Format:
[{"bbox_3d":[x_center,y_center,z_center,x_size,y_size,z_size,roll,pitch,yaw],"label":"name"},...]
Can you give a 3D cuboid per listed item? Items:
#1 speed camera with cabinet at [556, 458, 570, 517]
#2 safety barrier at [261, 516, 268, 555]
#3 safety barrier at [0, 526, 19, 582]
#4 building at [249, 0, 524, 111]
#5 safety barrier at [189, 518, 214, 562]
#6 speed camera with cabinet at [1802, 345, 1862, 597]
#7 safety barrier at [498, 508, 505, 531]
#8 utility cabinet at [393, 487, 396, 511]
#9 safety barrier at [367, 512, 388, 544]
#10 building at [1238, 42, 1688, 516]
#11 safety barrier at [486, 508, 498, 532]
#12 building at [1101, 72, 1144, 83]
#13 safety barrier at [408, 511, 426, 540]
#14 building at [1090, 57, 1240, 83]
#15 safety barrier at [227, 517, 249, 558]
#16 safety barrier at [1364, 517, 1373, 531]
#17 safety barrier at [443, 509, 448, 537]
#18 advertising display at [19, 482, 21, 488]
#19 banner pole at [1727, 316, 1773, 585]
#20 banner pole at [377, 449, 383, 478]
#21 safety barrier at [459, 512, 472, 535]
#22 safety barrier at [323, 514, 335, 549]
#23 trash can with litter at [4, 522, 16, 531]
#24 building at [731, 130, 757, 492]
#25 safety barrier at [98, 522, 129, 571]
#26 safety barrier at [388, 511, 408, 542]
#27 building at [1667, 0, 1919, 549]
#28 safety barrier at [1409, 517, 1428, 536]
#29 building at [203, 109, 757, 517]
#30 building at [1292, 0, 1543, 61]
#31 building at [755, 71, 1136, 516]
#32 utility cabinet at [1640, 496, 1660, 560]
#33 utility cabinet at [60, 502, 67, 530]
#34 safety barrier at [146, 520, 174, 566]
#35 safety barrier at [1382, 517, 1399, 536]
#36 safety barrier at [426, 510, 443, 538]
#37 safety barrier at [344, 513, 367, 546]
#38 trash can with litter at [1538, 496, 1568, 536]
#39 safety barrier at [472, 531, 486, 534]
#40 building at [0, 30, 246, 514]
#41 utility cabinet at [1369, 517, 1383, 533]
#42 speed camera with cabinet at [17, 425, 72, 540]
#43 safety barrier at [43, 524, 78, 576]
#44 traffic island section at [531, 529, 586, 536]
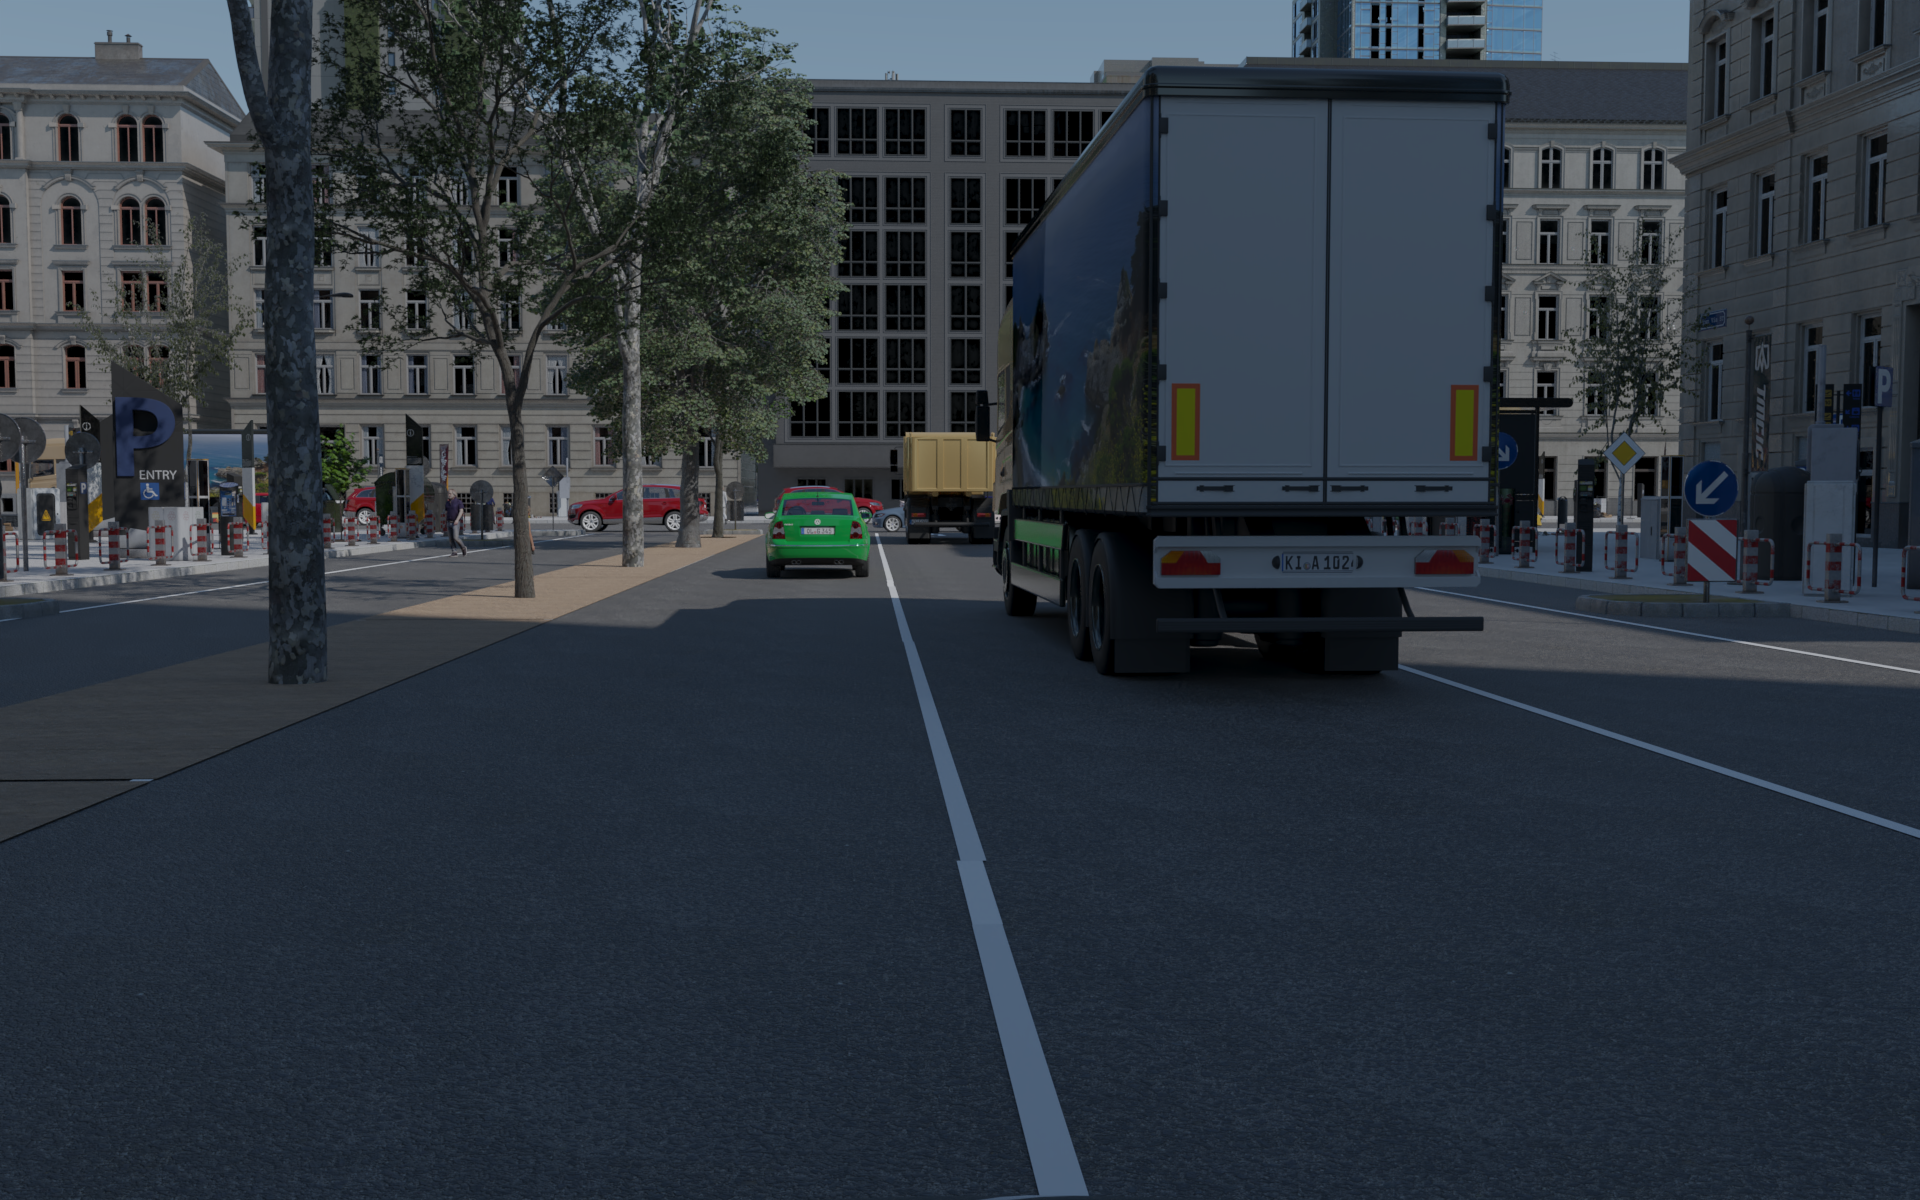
[{"bbox_3d":[-21.906,-6.189,95.530,0.660,3.252,2.038,-1,4,-17],"label":"speed camera with cabinet"},{"bbox_3d":[-14.625,-1.376,36.771,0.300,0.817,1.120,0,4,-3],"label":"safety barrier"},{"bbox_3d":[-13.999,-0.671,25.239,0.300,0.817,1.120,0,4,-3],"label":"safety barrier"},{"bbox_3d":[-63.801,-39.962,195.384,28.212,58.520,21.231,0,4,-3],"label":"building"},{"bbox_3d":[-14.416,-1.141,32.931,0.300,0.817,1.120,0,4,-3],"label":"safety barrier"},{"bbox_3d":[11.287,-1.715,22.383,0.660,3.252,2.038,2,4,28],"label":"speed camera with cabinet"},{"bbox_3d":[-15.888,-2.783,59.782,0.300,0.817,1.120,0,4,-3],"label":"safety barrier"},{"bbox_3d":[-16.749,-2.653,52.062,0.318,1.500,1.173,0,4,-6],"label":"utility cabinet"},{"bbox_3d":[-15.050,-1.845,44.437,0.300,0.817,1.120,0,4,-3],"label":"safety barrier"},{"bbox_3d":[34.679,-20.279,107.980,44.131,29.872,17.030,0,4,-3],"label":"building"},{"bbox_3d":[-15.786,-2.666,57.857,0.300,0.817,1.120,0,4,-3],"label":"safety barrier"},{"bbox_3d":[20.457,-29.869,171.949,14.154,41.232,14.086,0,4,-3],"label":"building"},{"bbox_3d":[-15.262,-2.079,48.265,0.300,0.817,1.120,0,4,-3],"label":"safety barrier"},{"bbox_3d":[23.793,-35.186,194.902,23.786,49.044,30.456,0,4,-3],"label":"building"},{"bbox_3d":[-14.525,-1.259,34.857,0.300,0.817,1.120,0,4,-3],"label":"safety barrier"},{"bbox_3d":[9.259,-1.550,39.614,0.300,0.817,1.120,0,4,-3],"label":"safety barrier"},{"bbox_3d":[-15.468,-2.314,52.107,0.300,0.817,1.120,0,4,-3],"label":"safety barrier"},{"bbox_3d":[-51.397,-5.493,95.017,0.974,1.923,0.123,2,4,30],"label":"advertising display"},{"bbox_3d":[11.089,-2.090,24.188,0.401,3.779,0.863,0,4,-3],"label":"banner pole"},{"bbox_3d":[-31.957,-6.450,95.469,0.401,3.779,0.863,0,4,6],"label":"banner pole"},{"bbox_3d":[-15.575,-2.431,54.020,0.300,0.817,1.120,0,4,-3],"label":"safety barrier"},{"bbox_3d":[-14.838,-1.610,40.602,0.300,0.817,1.120,0,4,-3],"label":"safety barrier"},{"bbox_3d":[-33.039,-2.939,59.434,0.624,1.170,1.055,3,5,44],"label":"trash can with litter"},{"bbox_3d":[-30.096,-44.264,265.707,28.212,58.520,21.231,0,4,-3],"label":"building"},{"bbox_3d":[-14.204,-0.906,29.083,0.300,0.817,1.120,0,4,-3],"label":"safety barrier"},{"bbox_3d":[-15.154,-1.962,46.351,0.300,0.817,1.120,0,4,-3],"label":"safety barrier"},{"bbox_3d":[27.581,-14.790,39.076,12.463,27.353,25.104,0,4,-3],"label":"building"},{"bbox_3d":[9.465,-1.315,35.770,0.300,0.817,1.120,0,4,-3],"label":"safety barrier"},{"bbox_3d":[-27.122,-16.609,104.847,30.059,22.955,16.112,0,4,-3],"label":"building"},{"bbox_3d":[52.862,-54.303,200.533,31.000,86.520,22.319,0,4,-3],"label":"building"},{"bbox_3d":[-0.063,-19.053,105.019,24.014,27.812,14.314,0,4,-3],"label":"building"},{"bbox_3d":[13.801,-1.420,34.378,0.306,1.237,1.020,0,4,4],"label":"utility cabinet"},{"bbox_3d":[-28.021,-2.641,54.337,1.020,1.237,0.306,-2,4,-32],"label":"utility cabinet"},{"bbox_3d":[-14.313,-1.023,31.002,0.300,0.817,1.120,0,4,-3],"label":"safety barrier"},{"bbox_3d":[9.365,-1.432,37.696,0.300,0.817,1.120,0,4,-3],"label":"safety barrier"},{"bbox_3d":[-15.362,-2.196,50.187,0.300,0.817,1.120,0,4,-3],"label":"safety barrier"},{"bbox_3d":[-14.941,-1.728,42.523,0.300,0.817,1.120,0,4,-3],"label":"safety barrier"},{"bbox_3d":[18.503,-2.627,54.006,2.233,1.210,1.678,-3,5,-44],"label":"trash can with litter"},{"bbox_3d":[-15.679,-2.548,55.934,0.300,0.817,1.120,0,4,-3],"label":"safety barrier"},{"bbox_3d":[-54.758,-19.271,102.465,23.554,28.519,14.401,0,4,-3],"label":"building"},{"bbox_3d":[12.150,-2.497,51.993,1.020,1.237,0.306,2,4,24],"label":"utility cabinet"},{"bbox_3d":[-25.647,-3.344,49.010,0.660,3.252,2.038,1,4,18],"label":"speed camera with cabinet"},{"bbox_3d":[-14.104,-0.789,27.169,0.300,0.817,1.120,0,4,-3],"label":"safety barrier"},{"bbox_3d":[-14.348,-2.369,61.019,2.009,0.180,2.903,0,4,-3],"label":"traffic island section"}]
